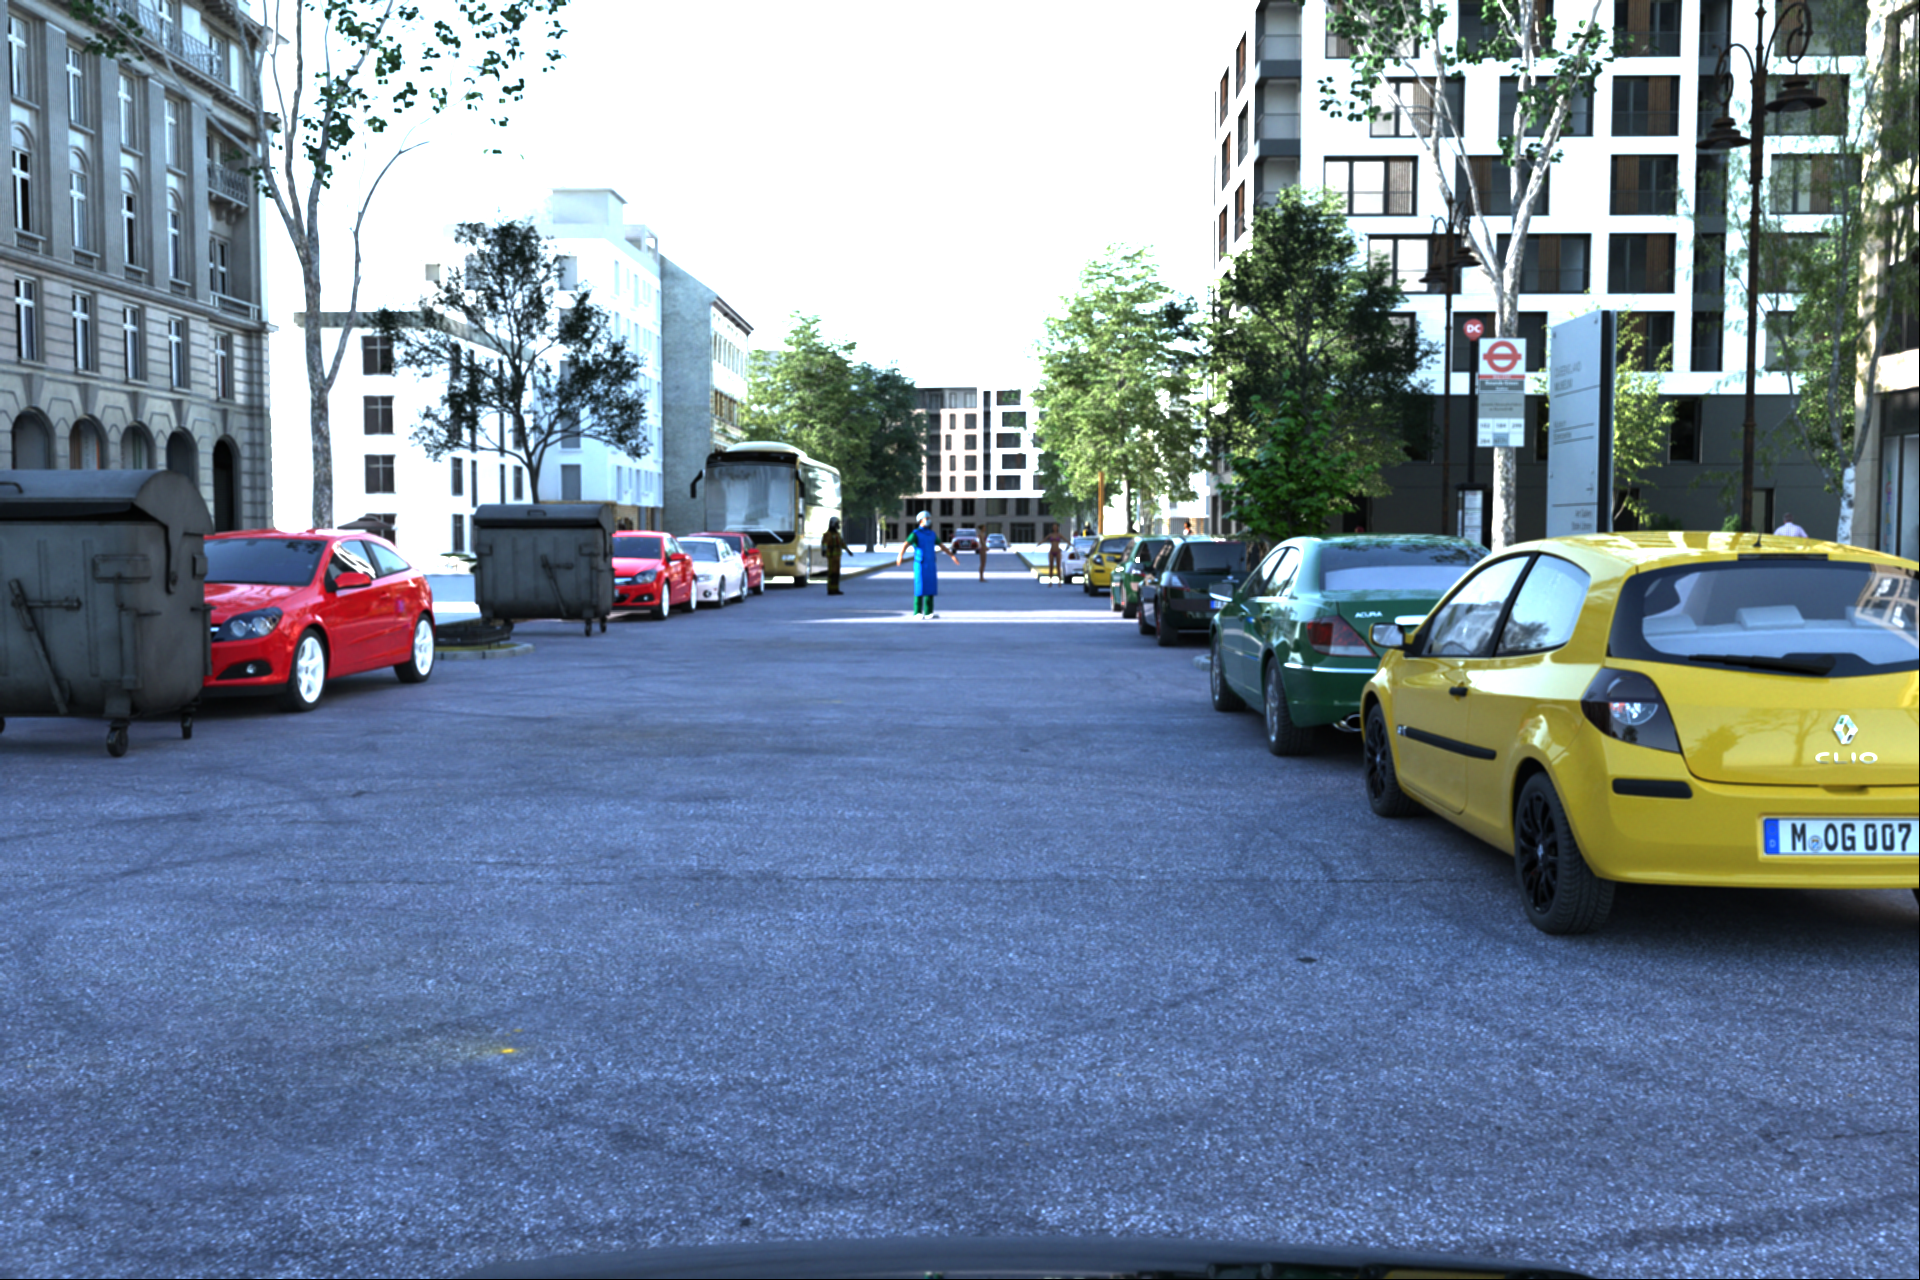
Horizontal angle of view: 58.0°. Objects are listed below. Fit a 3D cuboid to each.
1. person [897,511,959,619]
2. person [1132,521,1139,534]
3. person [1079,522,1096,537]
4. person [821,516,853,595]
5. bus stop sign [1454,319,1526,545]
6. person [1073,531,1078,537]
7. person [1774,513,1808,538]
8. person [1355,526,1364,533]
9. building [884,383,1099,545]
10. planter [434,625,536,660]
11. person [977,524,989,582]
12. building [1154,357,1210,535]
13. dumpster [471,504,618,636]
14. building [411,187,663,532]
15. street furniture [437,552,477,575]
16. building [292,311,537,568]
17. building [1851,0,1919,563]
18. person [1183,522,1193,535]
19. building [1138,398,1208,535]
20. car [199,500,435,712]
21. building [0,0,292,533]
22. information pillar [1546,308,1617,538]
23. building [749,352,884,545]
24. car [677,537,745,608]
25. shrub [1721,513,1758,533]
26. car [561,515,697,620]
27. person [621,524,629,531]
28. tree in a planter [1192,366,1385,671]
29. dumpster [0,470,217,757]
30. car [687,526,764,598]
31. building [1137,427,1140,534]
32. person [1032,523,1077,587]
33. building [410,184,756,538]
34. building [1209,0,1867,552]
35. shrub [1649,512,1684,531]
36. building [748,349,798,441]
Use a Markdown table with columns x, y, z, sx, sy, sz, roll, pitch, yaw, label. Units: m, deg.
| x | y | z | sx | sy | sz | roll | pitch | yaw | label |
| --- | --- | --- | --- | --- | --- | --- | --- | --- | --- |
| -0.579 | -1.272 | 29.373 | 1.347 | 1.817 | 0.704 | -3 | 5 | -42 | person |
| 7.413 | -4.208 | 74.728 | 1.347 | 1.837 | 0.705 | 2 | 4 | 31 | person |
| 5.948 | -4.557 | 80.281 | 1.354 | 1.856 | 0.705 | 3 | 5 | 42 | person |
| -2.946 | -1.992 | 40.793 | 0.705 | 1.858 | 1.354 | 2 | 4 | 26 | person |
| 6.591 | -2.012 | 21.591 | 0.855 | 3.939 | 0.416 | 0 | 4 | 1 | bus stop sign |
| 5.960 | -4.821 | 88.083 | 0.599 | 1.433 | 0.991 | -1 | 4 | -17 | person |
| 17.114 | -1.758 | 35.733 | 0.756 | 1.711 | 0.436 | 2 | 4 | 31 | person |
| 7.845 | -1.536 | 34.326 | 0.599 | 1.438 | 0.989 | -1 | 4 | -13 | person |
| 2.864 | -24.538 | 247.621 | 32.646 | 21.610 | 27.936 | 1 | 4 | 11 | building |
| -6.188 | 0.028 | 20.687 | 1.991 | 0.319 | 1.994 | 0 | 4 | 1 | planter |
| 0.762 | -2.624 | 52.166 | 0.721 | 1.733 | 1.217 | 0 | 4 | -4 | person |
| 25.622 | -19.891 | 181.638 | 16.016 | 20.090 | 11.380 | 0 | 4 | 1 | building |
| -5.902 | -1.007 | 24.680 | 1.865 | 1.857 | 1.264 | 0 | 4 | 1 | dumpster |
| -23.902 | -14.642 | 95.811 | 16.016 | 20.090 | 11.380 | 0 | 4 | 1 | building |
| -13.712 | -2.533 | 57.044 | 5.734 | 0.657 | 10.072 | -2 | 4 | -31 | street furniture |
| -23.921 | -8.391 | 79.344 | 9.099 | 9.664 | 28.070 | 0 | 4 | 1 | building |
| 27.654 | -13.123 | 17.771 | 19.351 | 26.588 | 34.151 | 0 | 4 | 1 | building |
| 10.189 | -4.387 | 77.867 | 0.704 | 1.843 | 1.345 | -1 | 4 | -23 | person |
| 30.882 | -22.649 | 201.234 | 19.493 | 23.208 | 18.063 | 0 | 4 | 1 | building |
| -6.089 | -0.382 | 15.291 | 2.155 | 1.783 | 4.494 | 0 | 4 | 1 | car |
| -28.014 | -12.417 | 43.678 | 13.314 | 22.015 | 24.055 | 0 | 4 | 1 | building |
| 6.756 | -1.688 | 18.915 | 0.184 | 3.620 | 1.656 | 0 | 4 | 1 | information pillar |
| -24.147 | -22.424 | 210.600 | 27.936 | 21.610 | 32.646 | 0 | 4 | 1 | building |
| -5.469 | -1.378 | 34.885 | 2.083 | 1.381 | 4.827 | 0 | 4 | 1 | car |
| 27.585 | -3.504 | 61.711 | 1.690 | 2.028 | 1.600 | 0 | 3 | 0 | shrub |
| -5.754 | -1.290 | 30.130 | 2.155 | 1.783 | 4.494 | 0 | 4 | 1 | car |
| -17.354 | -5.099 | 89.499 | 1.348 | 1.813 | 0.705 | 1 | 4 | 15 | person |
| 3.539 | -1.303 | 18.520 | 1.991 | 3.239 | 1.994 | 0 | 4 | 1 | tree in a planter |
| -6.115 | -0.205 | 11.575 | 1.865 | 1.857 | 1.264 | 0 | 4 | 1 | dumpster |
| -5.586 | -1.866 | 39.553 | 2.155 | 1.783 | 4.494 | 0 | 4 | 1 | car |
| 28.158 | -22.508 | 224.423 | 16.016 | 20.090 | 11.380 | 0 | 4 | 1 | building |
| 2.564 | -2.300 | 46.863 | 1.217 | 1.733 | 0.721 | 1 | 4 | 10 | person |
| -24.815 | -17.580 | 118.365 | 19.493 | 23.208 | 18.063 | 0 | 4 | 1 | building |
| 25.179 | -14.407 | 79.531 | 27.936 | 21.610 | 32.646 | 0 | 4 | 1 | building |
| 23.084 | -3.195 | 56.665 | 1.690 | 2.028 | 1.600 | 0 | 3 | 0 | shrub |
| -23.013 | -19.690 | 178.344 | 16.016 | 20.090 | 11.380 | 0 | 4 | 1 | building |
